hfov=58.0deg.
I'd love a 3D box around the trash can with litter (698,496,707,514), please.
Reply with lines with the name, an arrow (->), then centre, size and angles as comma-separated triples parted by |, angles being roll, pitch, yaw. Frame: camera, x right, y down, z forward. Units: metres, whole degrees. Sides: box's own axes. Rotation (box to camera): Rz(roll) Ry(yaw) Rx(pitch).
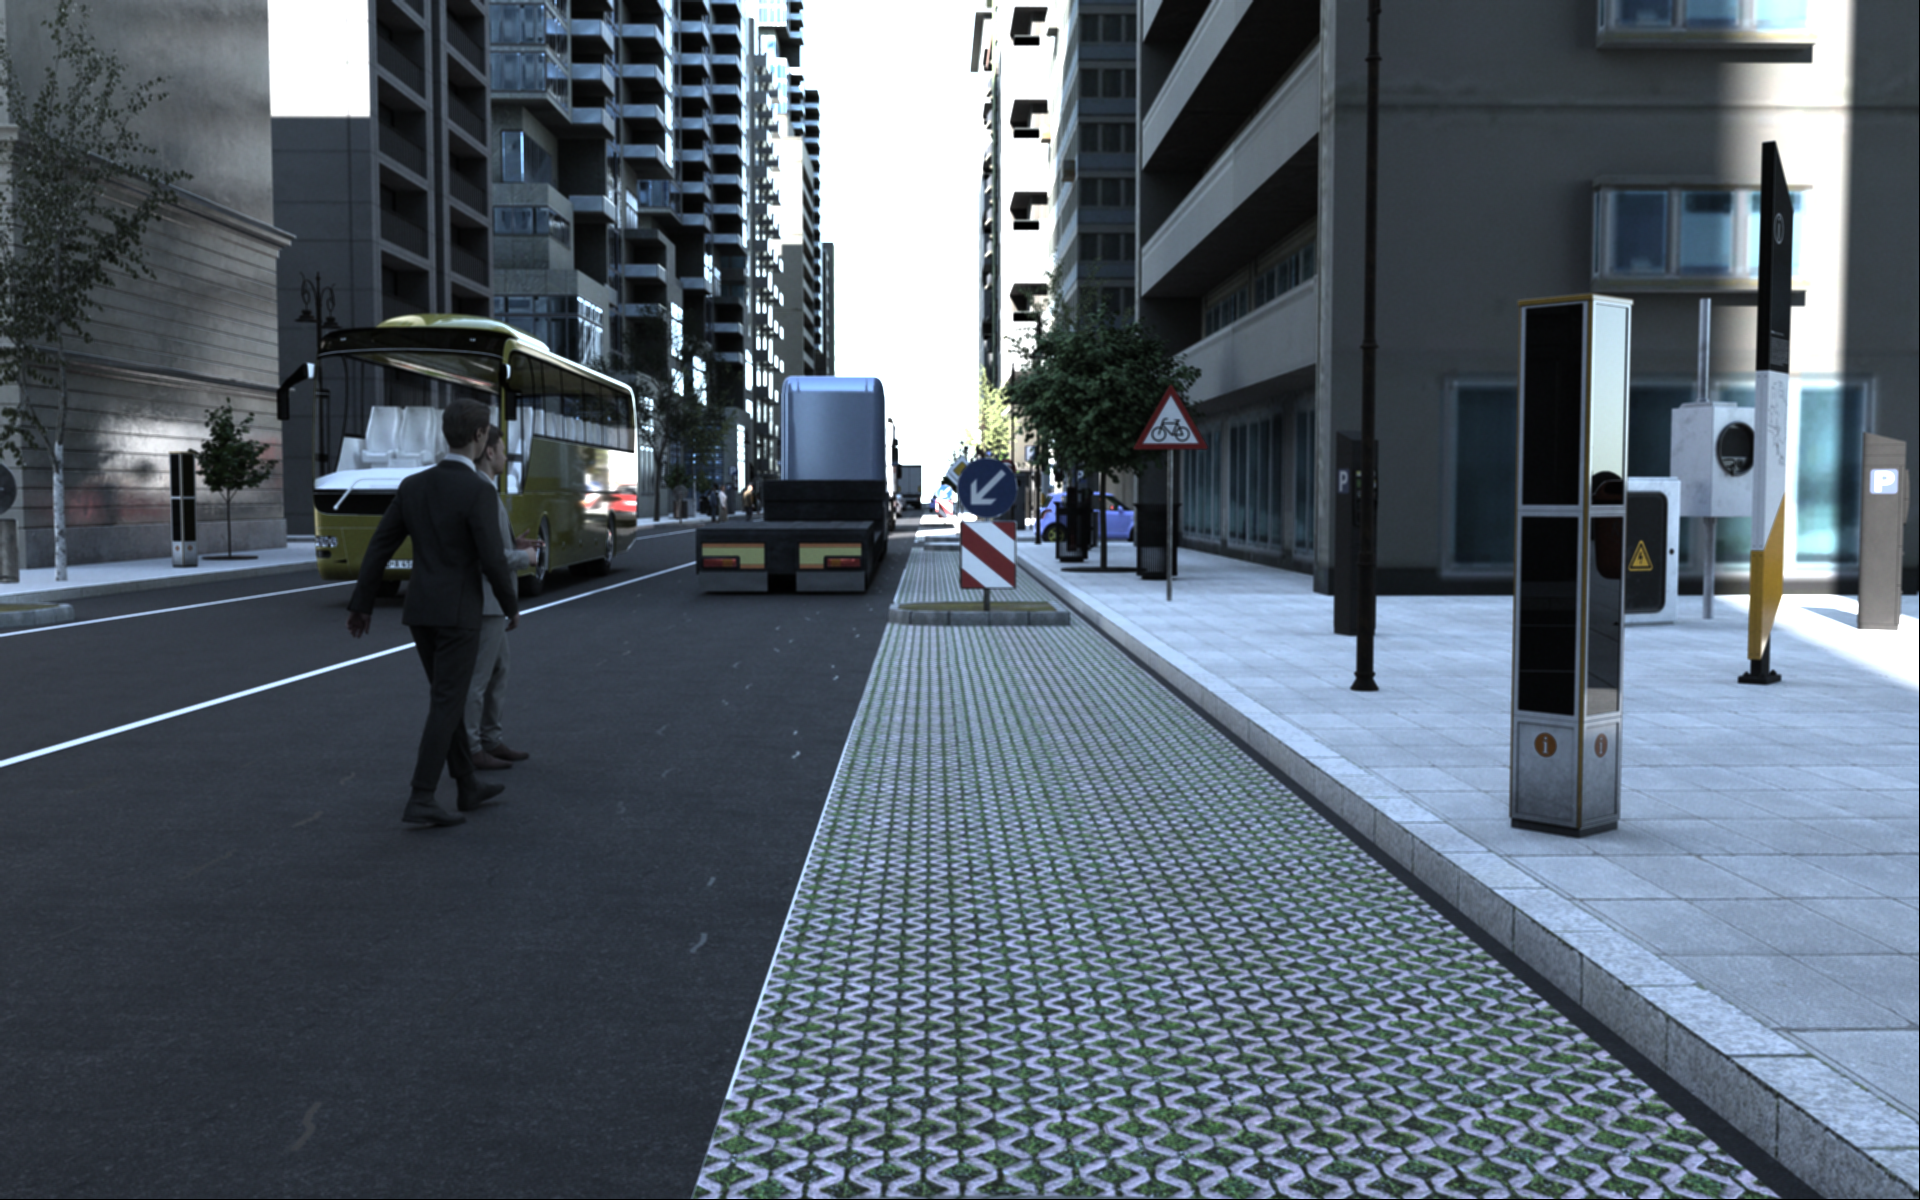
trash can with litter -> -16.574, -6.120, 111.448 | 0.624, 1.170, 1.055 | -1, 4, -16

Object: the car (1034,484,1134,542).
car -> 3.900, -2.363, 48.221 | 3.694, 1.707, 1.945 | 0, 4, -1

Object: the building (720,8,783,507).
building -> -29.569, -33.865, 173.302 | 23.786, 49.044, 30.456 | 0, 4, -1

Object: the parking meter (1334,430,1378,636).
parking meter -> 3.606, -0.615, 15.767 | 0.255, 1.863, 0.399 | -1, 4, -15

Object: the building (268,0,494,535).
building -> -26.332, -38.155, 62.091 | 20.563, 71.187, 20.611 | 0, 4, -1

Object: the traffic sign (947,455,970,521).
traffic sign -> 0.055, -2.509, 44.665 | 0.795, 2.450, 0.064 | 0, 4, -1

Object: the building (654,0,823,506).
building -> -29.772, -57.259, 248.850 | 22.319, 86.520, 31.000 | 0, 4, -1

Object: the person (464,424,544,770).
person -> -2.415, -0.024, 9.093 | 0.583, 1.804, 0.606 | -2, 4, -35

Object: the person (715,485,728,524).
person -> -9.666, -3.750, 70.043 | 0.641, 1.798, 0.478 | 1, 4, 21

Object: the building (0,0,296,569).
building -> -32.927, -13.219, 35.217 | 34.723, 24.649, 14.460 | 0, 4, -1

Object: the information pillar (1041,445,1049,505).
information pillar -> 3.170, -4.465, 64.350 | 0.183, 3.616, 0.504 | 2, 4, 29

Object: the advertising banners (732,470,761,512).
advertising banners -> -15.240, -7.775, 123.308 | 2.074, 3.025, 0.090 | 0, 4, 0

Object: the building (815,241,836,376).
building -> -26.941, -36.038, 272.810 | 14.154, 41.232, 14.086 | 0, 4, -1

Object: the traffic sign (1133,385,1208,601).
traffic sign -> 2.511, -1.267, 20.714 | 0.884, 2.594, 0.081 | 0, 4, 2

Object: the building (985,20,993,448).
building -> 13.554, -30.866, 159.278 | 22.147, 44.769, 28.867 | 0, 4, -1

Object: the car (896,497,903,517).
car -> -4.583, -5.829, 107.658 | 2.083, 1.381, 4.827 | 0, 4, 0

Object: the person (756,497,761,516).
person -> -13.058, -6.044, 112.000 | 0.352, 1.250, 0.332 | 1, 4, 16

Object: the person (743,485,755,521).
person -> -9.138, -4.067, 74.912 | 0.656, 1.842, 0.836 | 1, 4, 18

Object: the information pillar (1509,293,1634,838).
information pillar -> 2.320, -0.128, 6.588 | 0.304, 2.012, 0.304 | -3, 5, -40

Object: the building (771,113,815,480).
building -> -30.178, -36.700, 223.748 | 21.300, 48.544, 21.600 | 0, 4, -1

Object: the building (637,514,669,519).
building -> -28.264, -48.359, 103.335 | 22.319, 86.520, 31.000 | 0, 4, -1

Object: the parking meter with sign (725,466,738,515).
parking meter with sign -> -14.370, -6.843, 108.142 | 0.543, 3.016, 1.738 | 1, 4, 8

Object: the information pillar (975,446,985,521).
information pillar -> 0.966, -5.654, 83.797 | 0.504, 3.616, 0.183 | -2, 4, -33

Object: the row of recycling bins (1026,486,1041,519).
row of recycling bins -> 2.848, -5.070, 90.004 | 3.534, 1.692, 1.069 | 1, 4, 18

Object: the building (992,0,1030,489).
building -> 9.539, -27.785, 137.878 | 14.154, 41.232, 14.086 | 0, 4, -1

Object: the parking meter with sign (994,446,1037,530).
parking meter with sign -> 1.957, -4.022, 62.019 | 1.738, 3.016, 0.543 | -3, 5, -42

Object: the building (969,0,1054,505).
building -> 15.655, -36.576, 187.260 | 28.713, 52.752, 27.495 | 0, 4, -1

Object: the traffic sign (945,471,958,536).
traffic sign -> -0.081, -2.997, 52.649 | 0.795, 2.450, 0.064 | 0, 4, -1

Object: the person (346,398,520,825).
person -> -2.219, 0.038, 7.654 | 0.659, 1.850, 0.755 | 2, 4, 28

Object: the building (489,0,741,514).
building -> -27.935, -50.659, 140.954 | 22.319, 86.520, 31.000 | 0, 4, -1

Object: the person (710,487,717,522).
person -> -12.640, -4.906, 88.901 | 0.419, 1.800, 0.721 | -1, 4, -18

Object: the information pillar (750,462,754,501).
information pillar -> -15.212, -8.261, 126.420 | 0.183, 3.616, 0.504 | 1, 4, 18

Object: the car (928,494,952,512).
car -> -1.572, -7.853, 137.990 | 1.945, 1.707, 3.694 | 0, 4, -1

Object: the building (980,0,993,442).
building -> 11.248, -49.669, 250.344 | 20.563, 71.187, 20.611 | 0, 4, -1

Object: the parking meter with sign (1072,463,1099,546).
parking meter with sign -> 2.987, -2.787, 41.832 | 0.543, 3.016, 1.738 | 1, 4, 16

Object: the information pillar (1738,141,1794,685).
information pillar -> 5.510, -1.249, 11.770 | 0.183, 3.616, 0.504 | 3, 5, 40

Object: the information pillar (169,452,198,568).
information pillar -> -13.605, -1.581, 30.348 | 0.304, 2.012, 0.304 | 2, 4, 28

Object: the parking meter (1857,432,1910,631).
parking meter -> 8.705, -0.648, 16.311 | 0.399, 1.863, 0.255 | 2, 4, 29

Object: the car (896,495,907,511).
car -> -5.641, -8.452, 150.558 | 2.083, 1.381, 4.827 | 0, 4, 1

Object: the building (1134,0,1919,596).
building -> 15.118, -24.913, 31.036 | 21.300, 48.544, 21.600 | 0, 4, -1

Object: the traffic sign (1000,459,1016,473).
traffic sign -> 1.669, -3.842, 62.926 | 0.768, 2.556, 0.104 | 1, 4, 9

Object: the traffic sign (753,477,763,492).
traffic sign -> -14.691, -7.693, 125.894 | 0.768, 2.556, 0.104 | 0, 4, 0

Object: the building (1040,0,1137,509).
building -> 15.797, -23.156, 70.490 | 23.993, 40.220, 32.217 | 0, 4, -1

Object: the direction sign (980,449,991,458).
direction sign -> 1.231, -5.840, 87.485 | 0.876, 3.537, 0.379 | -3, 5, -39
